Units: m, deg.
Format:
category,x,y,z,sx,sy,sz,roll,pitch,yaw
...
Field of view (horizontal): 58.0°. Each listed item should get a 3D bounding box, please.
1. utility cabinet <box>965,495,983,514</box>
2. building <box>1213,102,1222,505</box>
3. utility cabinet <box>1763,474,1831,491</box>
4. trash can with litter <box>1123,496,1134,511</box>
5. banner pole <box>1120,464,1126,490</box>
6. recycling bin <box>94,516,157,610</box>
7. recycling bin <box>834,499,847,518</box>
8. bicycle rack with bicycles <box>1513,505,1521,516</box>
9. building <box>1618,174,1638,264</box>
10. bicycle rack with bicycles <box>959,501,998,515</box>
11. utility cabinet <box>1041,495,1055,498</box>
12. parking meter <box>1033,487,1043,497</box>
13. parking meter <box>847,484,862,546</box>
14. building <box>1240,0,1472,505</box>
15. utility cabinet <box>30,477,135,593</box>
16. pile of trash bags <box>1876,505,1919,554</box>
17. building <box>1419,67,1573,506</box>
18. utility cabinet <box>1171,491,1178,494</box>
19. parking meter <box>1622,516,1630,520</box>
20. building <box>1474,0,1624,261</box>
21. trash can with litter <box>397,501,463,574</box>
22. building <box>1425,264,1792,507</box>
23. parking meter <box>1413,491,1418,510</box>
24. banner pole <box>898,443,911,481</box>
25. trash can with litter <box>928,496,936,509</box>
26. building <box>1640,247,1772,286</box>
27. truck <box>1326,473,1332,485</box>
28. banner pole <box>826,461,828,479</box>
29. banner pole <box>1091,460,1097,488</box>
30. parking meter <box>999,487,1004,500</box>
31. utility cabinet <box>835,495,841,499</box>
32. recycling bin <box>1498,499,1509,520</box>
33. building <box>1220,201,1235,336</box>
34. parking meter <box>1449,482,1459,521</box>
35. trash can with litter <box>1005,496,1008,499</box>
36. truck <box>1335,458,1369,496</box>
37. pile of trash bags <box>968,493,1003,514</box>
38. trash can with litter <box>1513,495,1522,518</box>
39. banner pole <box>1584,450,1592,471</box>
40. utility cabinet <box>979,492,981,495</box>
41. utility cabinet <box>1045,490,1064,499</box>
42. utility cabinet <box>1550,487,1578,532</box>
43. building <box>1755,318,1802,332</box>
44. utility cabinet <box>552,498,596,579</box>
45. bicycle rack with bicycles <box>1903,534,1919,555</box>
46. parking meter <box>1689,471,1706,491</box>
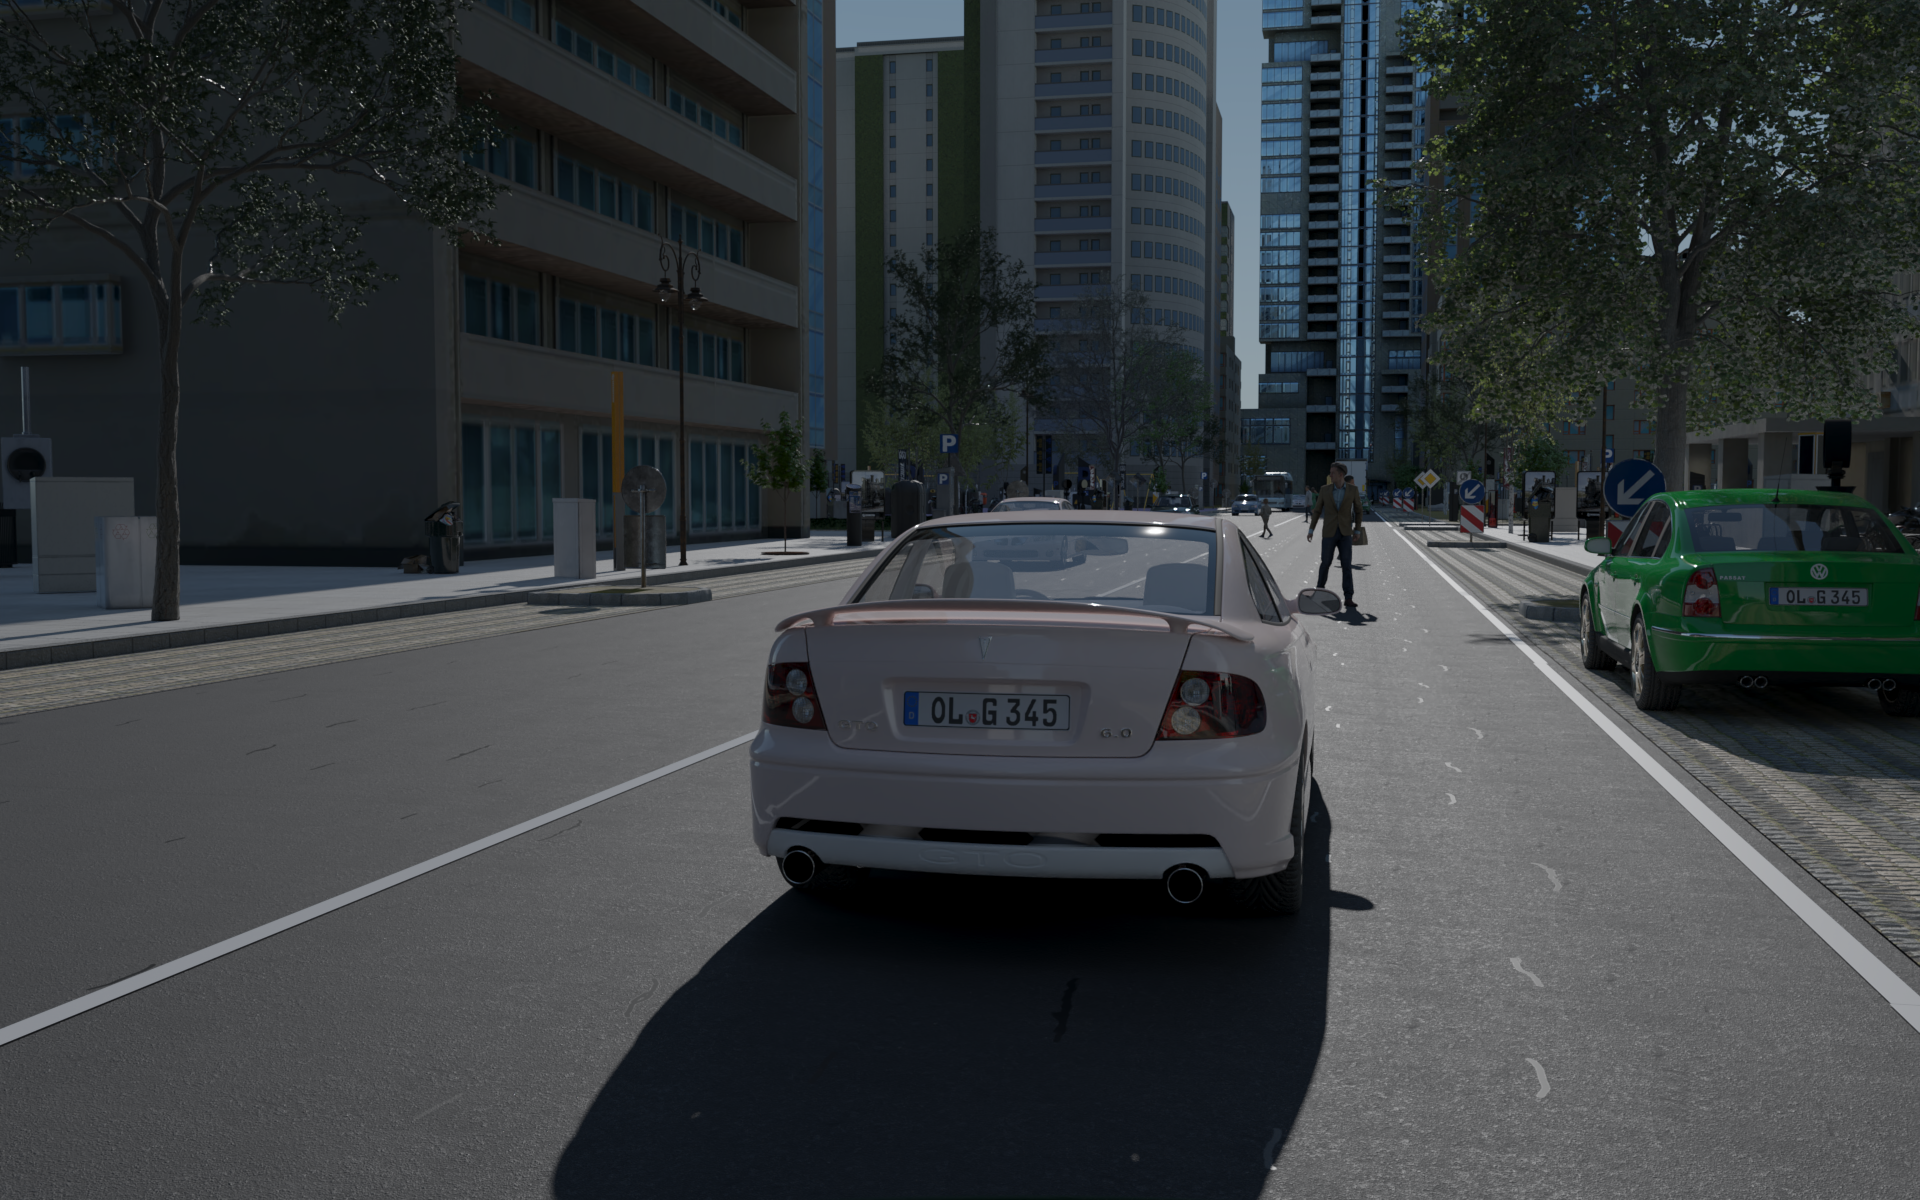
category,x,y,z,sx,sy,sz,roll,pitch,yaw
utility cabinet,0.940,-6.116,111.162,1.020,1.237,0.306,-1,4,-14
building,21.117,-33.024,190.058,14.600,45.320,14.200,1,4,13
utility cabinet,9.340,-0.654,19.376,1.173,1.500,0.318,-3,5,-44
trash can with litter,9.655,-5.239,97.046,1.055,1.170,0.624,3,5,41
banner pole,11.764,-8.372,126.892,0.863,3.779,0.401,0,4,-3
recycling bin,-9.366,-0.434,19.658,0.722,1.027,0.722,-2,4,-34
recycling bin,-4.188,-3.145,63.967,0.722,1.027,0.722,2,4,32
bicycle rack with bicycles,31.745,-5.390,101.504,2.852,0.926,2.925,0,4,1
building,79.983,-37.571,237.980,21.600,48.544,21.300,1,4,13
bicycle rack with bicycles,1.115,-4.812,92.055,2.852,0.926,2.925,0,4,-4
utility cabinet,4.033,-4.418,83.403,1.020,1.237,0.306,2,4,25
parking meter,2.987,-3.545,66.376,0.372,1.533,0.369,0,3,0
parking meter,-2.611,-2.101,42.757,0.372,1.533,0.369,0,3,0
building,54.261,-56.901,242.996,31.000,86.520,22.319,1,4,13
utility cabinet,-11.459,-0.854,22.649,1.173,1.500,0.318,-3,5,-40
pile of trash bags,17.923,-1.277,30.625,3.447,1.369,1.912,1,4,20
building,55.932,-32.523,181.858,14.600,45.320,14.200,1,4,13
utility cabinet,18.057,-8.521,148.000,1.173,1.500,0.318,-2,4,-26
parking meter,30.309,-4.302,78.746,0.372,1.533,0.369,0,3,0
building,65.054,-54.375,201.701,22.319,86.520,31.000,1,4,13
trash can with litter,-8.547,-1.009,27.879,1.055,1.170,0.624,1,4,11
building,58.063,-19.266,160.039,27.650,21.520,28.899,1,4,13
parking meter,36.783,-8.036,139.795,0.372,1.533,0.369,0,3,0
banner pole,-2.687,-5.809,84.987,0.863,3.779,0.401,-2,4,-31
trash can with litter,-1.168,-4.967,92.600,0.624,1.170,1.055,2,4,35
building,88.747,-26.618,206.905,14.107,30.474,14.160,1,4,13
truck,35.682,-10.118,161.346,3.469,3.379,9.791,1,4,14
banner pole,-10.088,-8.645,131.365,0.401,3.779,0.863,0,4,-3
banner pole,10.000,-8.494,128.894,0.401,3.779,0.863,3,5,40
parking meter,3.371,-8.157,139.085,0.255,1.863,0.399,-3,5,-39
utility cabinet,-8.294,-6.336,114.754,1.020,1.237,0.306,-2,4,-29
recycling bin,27.159,-4.534,86.692,0.722,1.027,0.722,3,5,40
building,31.274,-34.335,244.968,14.086,41.232,14.154,1,4,13
parking meter,23.177,-4.621,81.270,0.399,1.863,0.255,-2,4,-29
trash can with litter,4.334,-8.666,153.075,1.055,1.170,0.624,-3,5,-41
truck,31.944,-9.318,141.266,2.839,4.237,11.283,1,4,13
pile of trash bags,0.818,-5.369,97.538,3.447,1.369,1.912,1,4,20
trash can with litter,30.166,-4.955,92.073,2.233,1.210,1.678,1,4,18
banner pole,35.380,-6.578,97.574,0.401,3.779,0.863,-1,4,-14
utility cabinet,1.294,-8.830,153.048,1.173,1.500,0.318,-3,4,-36
utility cabinet,5.150,-5.280,95.005,0.318,1.500,1.173,-3,5,-44
utility cabinet,19.820,-2.975,57.322,1.173,1.500,0.318,0,4,-1
building,108.091,-21.423,195.307,28.899,21.520,27.650,1,4,13
utility cabinet,-5.909,-0.943,26.574,0.306,1.237,1.020,-2,4,-35
bicycle rack with bicycles,15.053,-0.934,28.651,2.852,0.926,2.925,-1,4,-14
parking meter,18.883,-2.364,44.364,0.399,1.863,0.255,1,4,20
